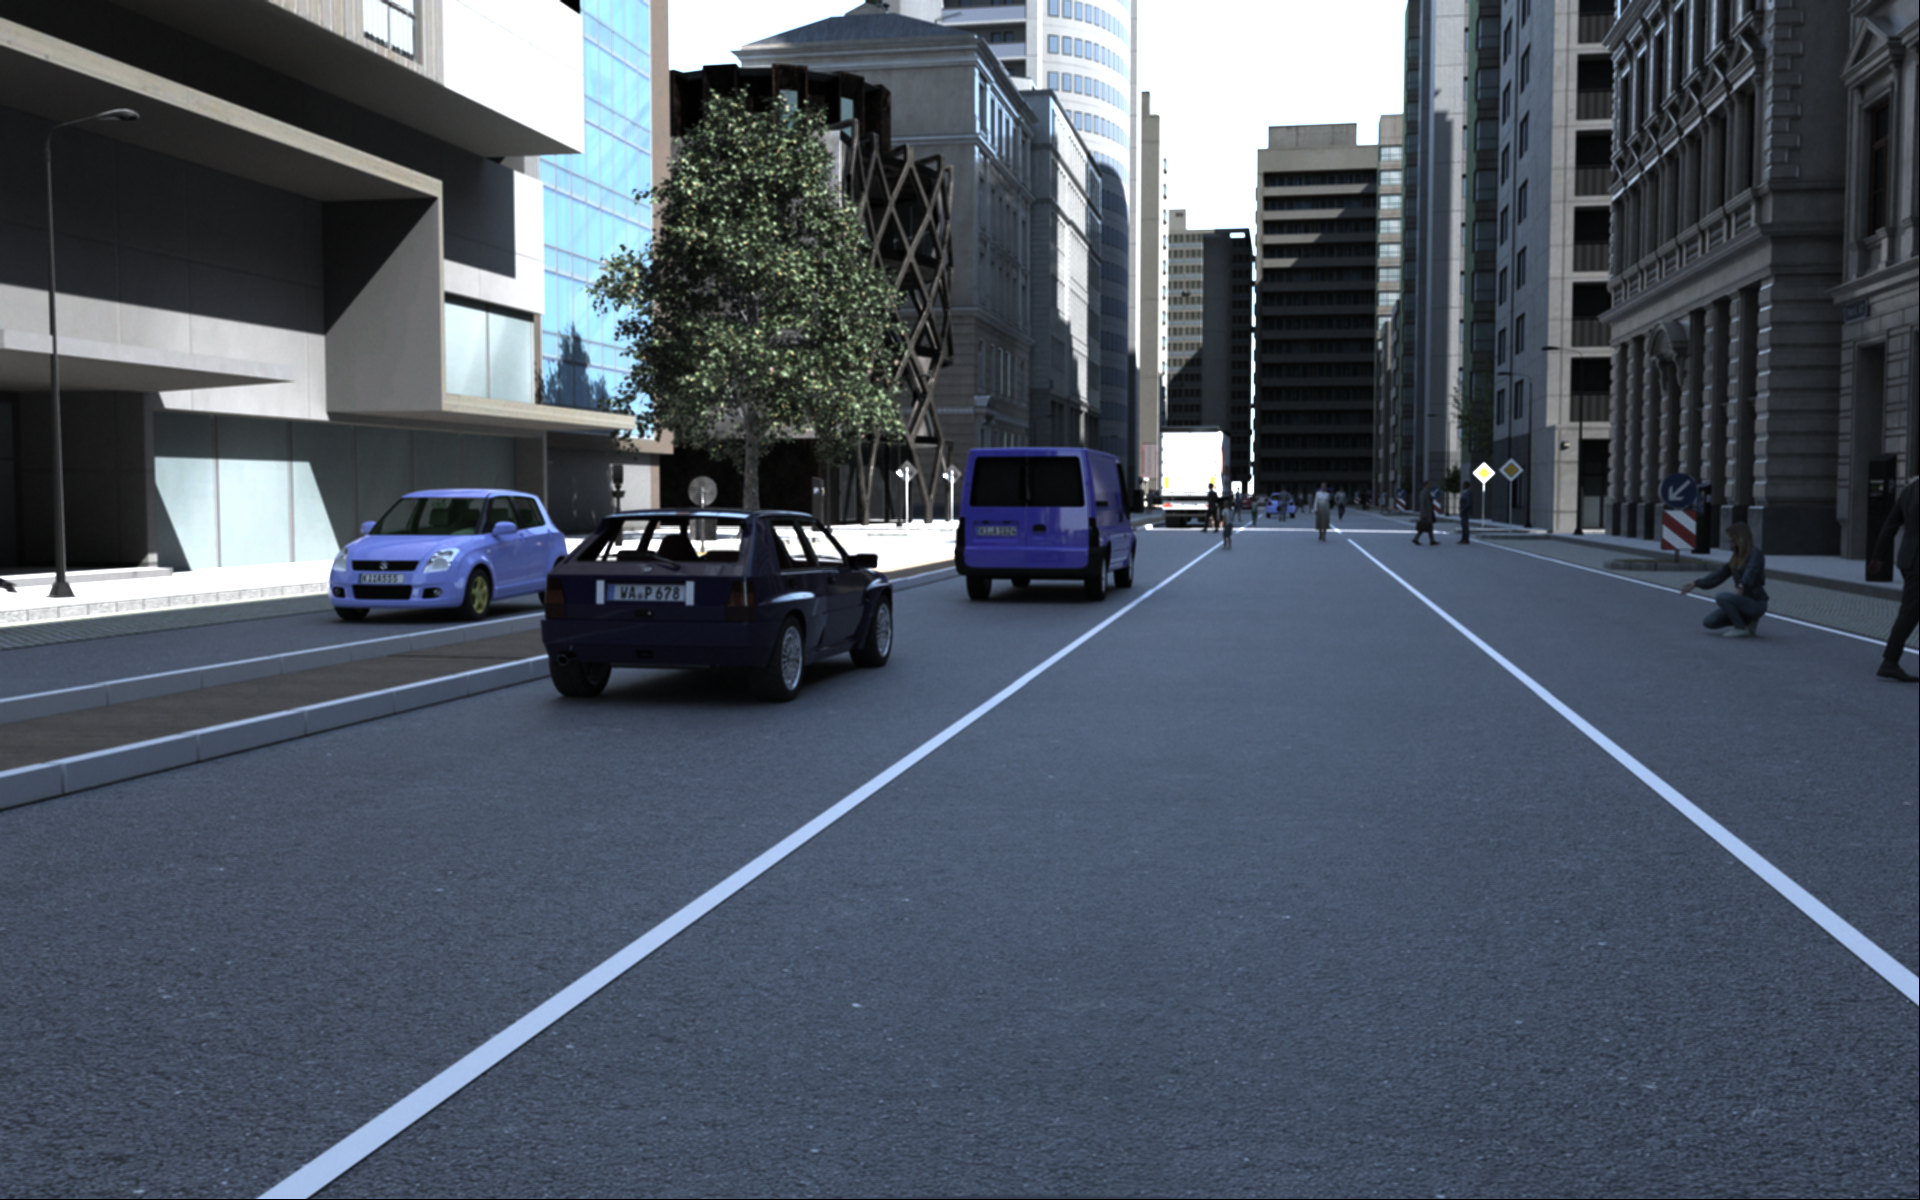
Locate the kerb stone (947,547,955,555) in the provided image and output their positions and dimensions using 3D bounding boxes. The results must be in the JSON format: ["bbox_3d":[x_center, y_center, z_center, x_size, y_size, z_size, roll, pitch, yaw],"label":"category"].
[{"bbox_3d":[-0.307,-1.112,40.384,0.120,0.150,1.000,1,4,11],"label":"kerb stone"}]

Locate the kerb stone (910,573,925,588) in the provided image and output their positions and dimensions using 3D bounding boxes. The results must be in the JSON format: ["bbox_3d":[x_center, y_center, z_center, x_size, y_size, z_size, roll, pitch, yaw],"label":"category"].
[{"bbox_3d":[-0.745,-0.279,26.908,0.120,0.150,1.000,1,4,11],"label":"kerb stone"}]

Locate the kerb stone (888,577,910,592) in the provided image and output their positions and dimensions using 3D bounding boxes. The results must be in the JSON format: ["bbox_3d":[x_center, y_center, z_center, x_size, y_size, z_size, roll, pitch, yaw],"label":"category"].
[{"bbox_3d":[-0.946,-0.227,25.906,0.120,0.150,1.000,1,4,11],"label":"kerb stone"}]

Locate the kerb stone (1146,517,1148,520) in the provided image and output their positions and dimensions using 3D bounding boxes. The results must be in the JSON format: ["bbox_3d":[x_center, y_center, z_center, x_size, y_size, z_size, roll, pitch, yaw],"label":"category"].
[{"bbox_3d":[9.993,-4.406,94.240,0.120,0.150,1.000,1,4,11],"label":"kerb stone"}]

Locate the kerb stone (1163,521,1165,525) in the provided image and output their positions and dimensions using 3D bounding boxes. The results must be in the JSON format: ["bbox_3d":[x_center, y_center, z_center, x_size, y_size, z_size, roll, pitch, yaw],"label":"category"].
[{"bbox_3d":[8.984,-3.400,77.778,0.120,0.150,1.000,1,4,11],"label":"kerb stone"}]

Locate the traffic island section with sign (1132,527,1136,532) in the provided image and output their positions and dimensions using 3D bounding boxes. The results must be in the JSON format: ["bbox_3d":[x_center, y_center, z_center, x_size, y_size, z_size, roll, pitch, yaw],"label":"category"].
[{"bbox_3d":[5.592,-3.508,65.499,2.006,1.907,1.989,1,4,11],"label":"traffic island section with sign"}]

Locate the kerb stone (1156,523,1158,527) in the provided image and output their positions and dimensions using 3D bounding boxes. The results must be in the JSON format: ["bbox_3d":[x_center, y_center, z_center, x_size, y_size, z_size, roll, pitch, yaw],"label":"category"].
[{"bbox_3d":[8.211,-3.152,73.733,0.120,0.150,1.000,1,4,11],"label":"kerb stone"}]

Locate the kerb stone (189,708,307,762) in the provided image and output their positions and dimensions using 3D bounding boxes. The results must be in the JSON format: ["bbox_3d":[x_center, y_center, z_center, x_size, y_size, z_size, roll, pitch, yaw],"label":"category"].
[{"bbox_3d":[-4.029,0.761,9.759,0.120,0.150,1.000,1,4,11],"label":"kerb stone"}]

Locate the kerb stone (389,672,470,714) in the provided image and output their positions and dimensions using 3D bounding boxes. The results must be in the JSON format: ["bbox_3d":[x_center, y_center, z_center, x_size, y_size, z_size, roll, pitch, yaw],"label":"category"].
[{"bbox_3d":[-3.640,0.637,11.780,0.120,0.150,1.000,1,4,11],"label":"kerb stone"}]

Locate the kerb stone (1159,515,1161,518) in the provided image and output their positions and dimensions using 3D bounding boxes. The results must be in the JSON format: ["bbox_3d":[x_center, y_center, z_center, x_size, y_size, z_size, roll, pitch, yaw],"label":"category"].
[{"bbox_3d":[11.735,-4.961,103.304,0.120,0.150,1.000,1,4,11],"label":"kerb stone"}]

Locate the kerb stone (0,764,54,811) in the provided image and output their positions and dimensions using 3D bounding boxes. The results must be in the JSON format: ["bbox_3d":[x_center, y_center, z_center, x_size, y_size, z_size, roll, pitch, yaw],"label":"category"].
[{"bbox_3d":[-4.420,0.884,7.743,0.120,0.150,1.000,1,4,11],"label":"kerb stone"}]

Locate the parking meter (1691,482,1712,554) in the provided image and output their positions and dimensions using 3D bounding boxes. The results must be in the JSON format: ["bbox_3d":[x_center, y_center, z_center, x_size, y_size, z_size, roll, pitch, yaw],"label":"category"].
[{"bbox_3d":[15.954,-1.764,37.260,0.372,1.533,0.369,0,3,0],"label":"parking meter"}]

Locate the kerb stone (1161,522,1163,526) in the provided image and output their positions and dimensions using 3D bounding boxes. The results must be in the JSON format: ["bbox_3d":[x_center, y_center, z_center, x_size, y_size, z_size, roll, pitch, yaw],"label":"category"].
[{"bbox_3d":[8.794,-3.337,76.764,0.120,0.150,1.000,1,4,11],"label":"kerb stone"}]

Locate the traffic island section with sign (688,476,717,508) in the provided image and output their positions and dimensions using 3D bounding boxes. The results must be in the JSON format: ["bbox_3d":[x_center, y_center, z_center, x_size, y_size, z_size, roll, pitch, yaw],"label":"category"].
[{"bbox_3d":[-5.685,-1.752,37.277,1.989,1.847,2.006,1,4,11],"label":"traffic island section with sign"}]

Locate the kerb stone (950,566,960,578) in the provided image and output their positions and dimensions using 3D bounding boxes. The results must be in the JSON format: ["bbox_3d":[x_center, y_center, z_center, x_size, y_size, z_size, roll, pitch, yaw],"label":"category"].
[{"bbox_3d":[-0.174,-0.473,29.924,0.120,0.150,1.000,1,4,11],"label":"kerb stone"}]

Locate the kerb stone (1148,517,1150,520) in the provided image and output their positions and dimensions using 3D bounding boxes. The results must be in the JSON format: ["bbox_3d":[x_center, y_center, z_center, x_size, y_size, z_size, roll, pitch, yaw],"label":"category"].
[{"bbox_3d":[10.191,-4.468,95.246,0.120,0.150,1.000,1,4,11],"label":"kerb stone"}]

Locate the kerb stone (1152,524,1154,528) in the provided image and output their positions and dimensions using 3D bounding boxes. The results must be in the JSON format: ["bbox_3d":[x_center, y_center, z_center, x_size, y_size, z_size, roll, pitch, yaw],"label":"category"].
[{"bbox_3d":[7.822,-3.029,71.713,0.120,0.150,1.000,1,4,11],"label":"kerb stone"}]

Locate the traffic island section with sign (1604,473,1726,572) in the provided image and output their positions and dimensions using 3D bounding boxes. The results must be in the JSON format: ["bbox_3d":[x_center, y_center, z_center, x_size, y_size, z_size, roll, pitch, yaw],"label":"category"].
[{"bbox_3d":[13.335,-1.479,32.816,1.989,1.847,2.006,1,4,11],"label":"traffic island section with sign"}]

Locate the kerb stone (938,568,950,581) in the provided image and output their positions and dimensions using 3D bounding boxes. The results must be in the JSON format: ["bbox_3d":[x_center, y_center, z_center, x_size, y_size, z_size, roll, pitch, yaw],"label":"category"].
[{"bbox_3d":[-0.365,-0.407,28.917,0.120,0.150,1.000,1,4,11],"label":"kerb stone"}]

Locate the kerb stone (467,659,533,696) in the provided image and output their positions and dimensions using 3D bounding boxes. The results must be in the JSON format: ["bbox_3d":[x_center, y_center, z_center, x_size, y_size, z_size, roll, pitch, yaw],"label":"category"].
[{"bbox_3d":[-3.449,0.575,12.791,0.120,0.150,1.000,1,4,11],"label":"kerb stone"}]

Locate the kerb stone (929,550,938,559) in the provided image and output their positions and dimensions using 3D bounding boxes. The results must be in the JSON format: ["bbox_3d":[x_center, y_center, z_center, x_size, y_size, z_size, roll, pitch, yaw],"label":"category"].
[{"bbox_3d":[-0.702,-0.989,38.366,0.120,0.150,1.000,1,4,11],"label":"kerb stone"}]

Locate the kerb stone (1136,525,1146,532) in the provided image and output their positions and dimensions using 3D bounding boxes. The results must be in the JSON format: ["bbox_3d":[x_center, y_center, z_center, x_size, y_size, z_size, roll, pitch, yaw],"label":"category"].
[{"bbox_3d":[7.050,-2.781,67.687,0.120,0.150,1.000,1,4,11],"label":"kerb stone"}]

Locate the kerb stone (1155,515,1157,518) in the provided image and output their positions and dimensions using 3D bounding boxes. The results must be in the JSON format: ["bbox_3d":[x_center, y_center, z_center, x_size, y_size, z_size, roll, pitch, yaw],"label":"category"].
[{"bbox_3d":[11.149,-4.776,100.279,0.120,0.150,1.000,1,4,11],"label":"kerb stone"}]

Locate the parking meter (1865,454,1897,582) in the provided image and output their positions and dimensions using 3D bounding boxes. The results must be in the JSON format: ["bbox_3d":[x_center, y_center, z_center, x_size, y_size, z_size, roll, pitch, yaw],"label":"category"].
[{"bbox_3d":[13.497,-1.203,25.381,0.399,1.863,0.255,-3,4,-38],"label":"parking meter"}]

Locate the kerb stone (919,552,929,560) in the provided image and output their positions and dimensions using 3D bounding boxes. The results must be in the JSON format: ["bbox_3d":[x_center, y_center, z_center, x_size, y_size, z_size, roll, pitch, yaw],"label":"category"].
[{"bbox_3d":[-0.888,-0.927,37.348,0.120,0.150,1.000,1,4,11],"label":"kerb stone"}]

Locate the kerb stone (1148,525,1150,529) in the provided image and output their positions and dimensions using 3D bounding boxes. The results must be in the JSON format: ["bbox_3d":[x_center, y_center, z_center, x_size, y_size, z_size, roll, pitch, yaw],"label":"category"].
[{"bbox_3d":[7.434,-2.905,69.700,0.120,0.150,1.000,1,4,11],"label":"kerb stone"}]

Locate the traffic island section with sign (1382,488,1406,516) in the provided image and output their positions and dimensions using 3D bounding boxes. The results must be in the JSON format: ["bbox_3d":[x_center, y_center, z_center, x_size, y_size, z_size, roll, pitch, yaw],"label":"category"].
[{"bbox_3d":[28.920,-6.460,114.255,1.989,1.847,2.006,1,4,11],"label":"traffic island section with sign"}]

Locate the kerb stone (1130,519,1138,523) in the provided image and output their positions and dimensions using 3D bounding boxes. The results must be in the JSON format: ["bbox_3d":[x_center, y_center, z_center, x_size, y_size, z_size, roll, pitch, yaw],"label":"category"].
[{"bbox_3d":[8.847,-4.038,88.210,0.120,0.150,1.000,1,4,11],"label":"kerb stone"}]

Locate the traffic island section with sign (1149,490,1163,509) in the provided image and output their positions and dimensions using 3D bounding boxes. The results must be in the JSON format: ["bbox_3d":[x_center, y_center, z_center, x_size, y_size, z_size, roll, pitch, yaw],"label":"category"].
[{"bbox_3d":[19.121,-9.679,166.872,1.989,1.847,2.006,1,4,11],"label":"traffic island section with sign"}]

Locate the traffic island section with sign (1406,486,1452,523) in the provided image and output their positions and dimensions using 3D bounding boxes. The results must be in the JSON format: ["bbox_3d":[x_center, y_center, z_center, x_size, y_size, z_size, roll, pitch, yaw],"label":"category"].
[{"bbox_3d":[23.843,-4.837,87.707,1.989,1.847,2.006,1,4,11],"label":"traffic island section with sign"}]

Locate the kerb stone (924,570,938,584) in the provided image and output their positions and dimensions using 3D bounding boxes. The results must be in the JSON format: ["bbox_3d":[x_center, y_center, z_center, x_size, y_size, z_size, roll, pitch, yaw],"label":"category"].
[{"bbox_3d":[-0.555,-0.349,27.912,0.120,0.150,1.000,1,4,11],"label":"kerb stone"}]

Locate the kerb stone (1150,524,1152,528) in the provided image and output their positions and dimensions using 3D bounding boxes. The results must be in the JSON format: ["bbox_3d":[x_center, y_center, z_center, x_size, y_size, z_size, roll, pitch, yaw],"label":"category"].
[{"bbox_3d":[7.632,-2.967,70.703,0.120,0.150,1.000,1,4,11],"label":"kerb stone"}]

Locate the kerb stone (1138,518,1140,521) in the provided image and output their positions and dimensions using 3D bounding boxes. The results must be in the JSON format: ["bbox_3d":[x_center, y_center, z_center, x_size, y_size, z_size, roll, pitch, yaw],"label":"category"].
[{"bbox_3d":[9.030,-4.099,89.219,0.120,0.150,1.000,1,4,11],"label":"kerb stone"}]

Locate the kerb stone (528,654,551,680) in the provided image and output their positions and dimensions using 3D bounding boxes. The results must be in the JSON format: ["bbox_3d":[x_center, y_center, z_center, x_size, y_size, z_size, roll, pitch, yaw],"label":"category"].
[{"bbox_3d":[-3.253,0.513,13.812,0.120,0.150,1.000,1,4,11],"label":"kerb stone"}]

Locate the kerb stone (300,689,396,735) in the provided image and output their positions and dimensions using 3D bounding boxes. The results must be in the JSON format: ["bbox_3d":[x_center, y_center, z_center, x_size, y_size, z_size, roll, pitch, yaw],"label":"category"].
[{"bbox_3d":[-3.834,0.698,10.776,0.120,0.150,1.000,1,4,11],"label":"kerb stone"}]

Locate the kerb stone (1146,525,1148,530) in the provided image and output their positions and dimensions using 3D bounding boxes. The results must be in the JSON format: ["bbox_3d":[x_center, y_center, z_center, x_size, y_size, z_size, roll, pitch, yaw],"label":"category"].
[{"bbox_3d":[7.244,-2.844,68.695,0.120,0.150,1.000,1,4,11],"label":"kerb stone"}]

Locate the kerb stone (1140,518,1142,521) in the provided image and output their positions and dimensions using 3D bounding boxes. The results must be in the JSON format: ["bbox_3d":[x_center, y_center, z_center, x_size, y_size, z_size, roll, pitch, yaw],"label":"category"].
[{"bbox_3d":[9.227,-4.161,90.223,0.120,0.150,1.000,1,4,11],"label":"kerb stone"}]

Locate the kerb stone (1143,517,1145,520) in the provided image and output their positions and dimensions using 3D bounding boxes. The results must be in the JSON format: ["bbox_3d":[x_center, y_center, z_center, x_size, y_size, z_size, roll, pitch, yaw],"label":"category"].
[{"bbox_3d":[9.615,-4.281,92.231,0.120,0.150,1.000,1,4,11],"label":"kerb stone"}]

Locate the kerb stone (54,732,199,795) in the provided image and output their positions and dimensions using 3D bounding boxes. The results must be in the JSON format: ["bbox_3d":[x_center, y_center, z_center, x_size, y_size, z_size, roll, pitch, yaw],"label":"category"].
[{"bbox_3d":[-4.221,0.823,8.749,0.120,0.150,1.000,1,4,11],"label":"kerb stone"}]

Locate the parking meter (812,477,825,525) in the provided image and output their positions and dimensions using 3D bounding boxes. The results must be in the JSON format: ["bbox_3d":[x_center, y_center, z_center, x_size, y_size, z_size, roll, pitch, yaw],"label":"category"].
[{"bbox_3d":[-4.801,-3.238,58.660,0.399,1.863,0.255,1,4,19],"label":"parking meter"}]

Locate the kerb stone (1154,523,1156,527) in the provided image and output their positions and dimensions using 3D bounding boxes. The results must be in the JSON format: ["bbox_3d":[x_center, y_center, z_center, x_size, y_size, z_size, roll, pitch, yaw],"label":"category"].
[{"bbox_3d":[8.013,-3.090,72.719,0.120,0.150,1.000,1,4,11],"label":"kerb stone"}]

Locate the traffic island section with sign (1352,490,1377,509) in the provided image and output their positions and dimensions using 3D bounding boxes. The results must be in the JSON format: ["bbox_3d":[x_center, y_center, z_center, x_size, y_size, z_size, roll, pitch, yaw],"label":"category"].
[{"bbox_3d":[38.306,-9.458,163.273,1.989,1.847,2.006,1,4,11],"label":"traffic island section with sign"}]

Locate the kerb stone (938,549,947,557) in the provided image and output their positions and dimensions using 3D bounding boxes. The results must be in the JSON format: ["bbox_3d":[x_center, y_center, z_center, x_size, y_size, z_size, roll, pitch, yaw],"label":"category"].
[{"bbox_3d":[-0.500,-1.051,39.380,0.120,0.150,1.000,1,4,11],"label":"kerb stone"}]

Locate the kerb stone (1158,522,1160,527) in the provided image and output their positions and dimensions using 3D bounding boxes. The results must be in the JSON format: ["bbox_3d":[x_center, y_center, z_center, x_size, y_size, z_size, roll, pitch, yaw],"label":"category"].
[{"bbox_3d":[8.407,-3.214,74.747,0.120,0.150,1.000,1,4,11],"label":"kerb stone"}]

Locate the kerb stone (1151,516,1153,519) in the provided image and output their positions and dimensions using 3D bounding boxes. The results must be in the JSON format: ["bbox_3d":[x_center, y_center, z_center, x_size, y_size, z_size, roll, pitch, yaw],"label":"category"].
[{"bbox_3d":[10.579,-4.590,97.254,0.120,0.150,1.000,1,4,11],"label":"kerb stone"}]
